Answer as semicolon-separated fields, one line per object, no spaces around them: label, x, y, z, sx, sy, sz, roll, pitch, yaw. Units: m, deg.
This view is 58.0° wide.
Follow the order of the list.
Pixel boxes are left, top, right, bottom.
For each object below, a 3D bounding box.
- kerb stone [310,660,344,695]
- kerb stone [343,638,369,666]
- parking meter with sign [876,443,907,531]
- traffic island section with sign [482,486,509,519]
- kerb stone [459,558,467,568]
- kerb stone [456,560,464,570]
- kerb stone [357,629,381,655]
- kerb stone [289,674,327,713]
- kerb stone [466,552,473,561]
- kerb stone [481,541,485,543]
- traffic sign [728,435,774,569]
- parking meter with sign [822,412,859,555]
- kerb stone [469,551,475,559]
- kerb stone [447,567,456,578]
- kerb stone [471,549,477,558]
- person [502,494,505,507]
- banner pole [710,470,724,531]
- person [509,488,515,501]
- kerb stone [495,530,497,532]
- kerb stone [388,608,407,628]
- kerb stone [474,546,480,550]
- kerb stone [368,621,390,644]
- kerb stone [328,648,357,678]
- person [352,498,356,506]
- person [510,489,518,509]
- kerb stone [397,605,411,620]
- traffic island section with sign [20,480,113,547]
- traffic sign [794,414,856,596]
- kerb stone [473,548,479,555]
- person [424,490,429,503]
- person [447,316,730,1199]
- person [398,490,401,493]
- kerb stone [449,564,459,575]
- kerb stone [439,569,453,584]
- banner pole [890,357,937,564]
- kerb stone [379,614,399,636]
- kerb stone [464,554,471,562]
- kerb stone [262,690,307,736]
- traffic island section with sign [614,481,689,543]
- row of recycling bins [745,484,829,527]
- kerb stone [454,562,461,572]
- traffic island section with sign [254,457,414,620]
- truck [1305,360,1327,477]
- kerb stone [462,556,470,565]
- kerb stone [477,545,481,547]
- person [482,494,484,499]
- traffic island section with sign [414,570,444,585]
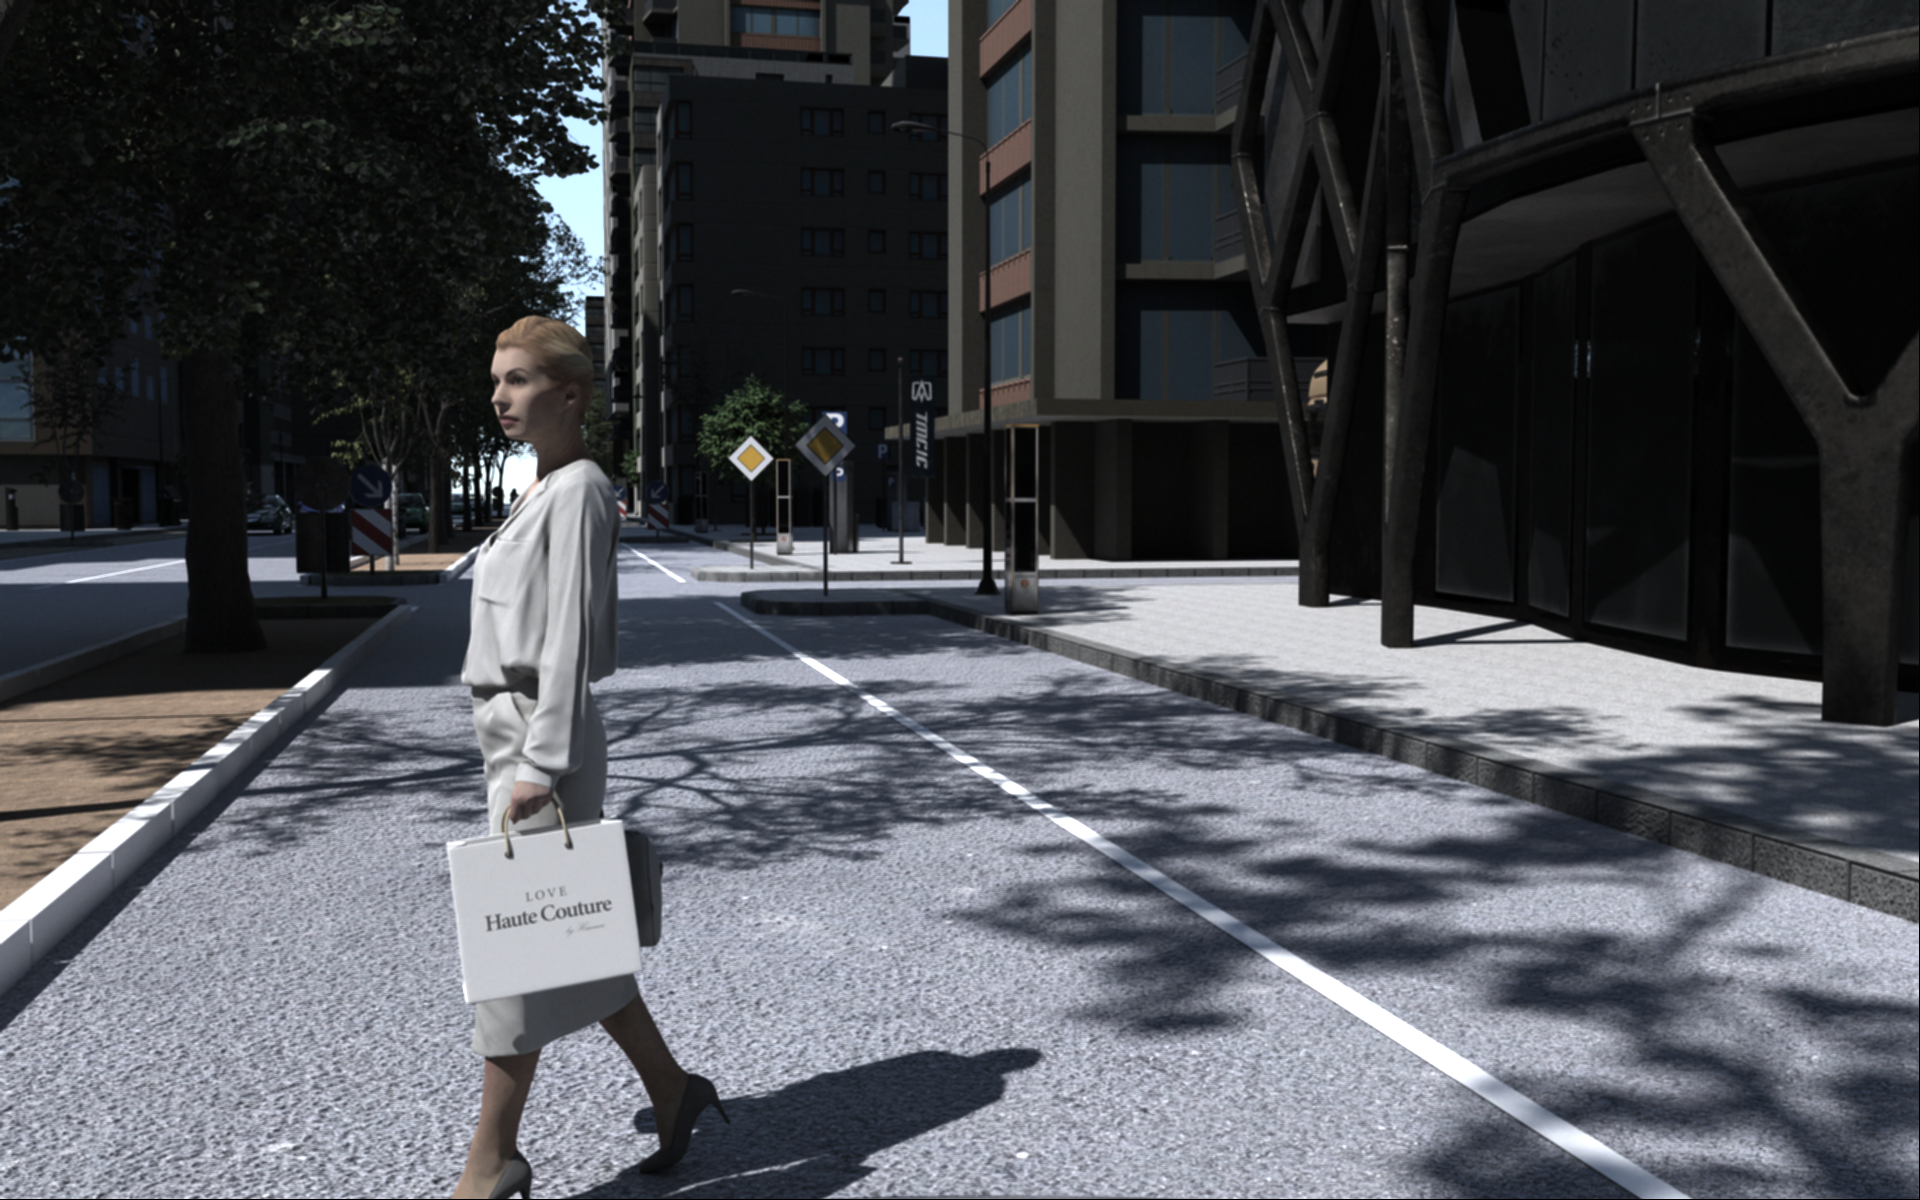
kerb stone;-4.657;0.581;12.693;0.120;0.150;1.000;-1;4;-13
kerb stone;-5.143;0.459;14.684;0.120;0.150;1.000;-1;4;-13
parking meter with sign;-2.162;-3.903;60.081;0.543;3.016;1.738;2;4;34
traffic island section with sign;-26.959;-5.676;100.935;2.006;1.907;1.989;-1;4;-13
kerb stone;-9.564;-0.668;33.124;0.120;0.150;1.000;-1;4;-13
kerb stone;-9.328;-0.605;32.130;0.120;0.150;1.000;-1;4;-13
kerb stone;-5.381;0.399;15.688;0.120;0.150;1.000;-1;4;-13
kerb stone;-4.418;0.642;11.699;0.120;0.150;1.000;-1;4;-13
kerb stone;-10.289;-0.852;36.118;0.120;0.150;1.000;-1;4;-13
kerb stone;-12.195;-1.339;44.092;0.120;0.150;1.000;-1;4;-13
traffic sign;-3.560;-1.584;29.536;0.795;2.450;0.064;-1;4;-13
parking meter with sign;-2.543;-2.521;37.475;0.543;3.016;1.738;0;4;7
kerb stone;-10.527;-0.912;37.114;0.120;0.150;1.000;-1;4;-13
kerb stone;-8.614;-0.425;29.143;0.120;0.150;1.000;-1;4;-13
kerb stone;-10.765;-0.973;38.111;0.120;0.150;1.000;-1;4;-13
person;-52.529;-11.573;198.534;0.721;1.723;1.217;2;4;26
banner pole;-8.337;-4.265;59.749;0.401;3.779;0.863;-3;4;-37
person;-31.087;-6.870;120.765;0.705;1.831;1.348;-3;4;-37
kerb stone;-16.757;-2.498;63.039;0.120;0.150;1.000;-1;4;-13
kerb stone;-6.097;0.217;18.674;0.120;0.150;1.000;-1;4;-13
kerb stone;-11.244;-1.095;40.098;0.120;0.150;1.000;-1;4;-13
kerb stone;-5.622;0.337;16.681;0.120;0.150;1.000;-1;4;-13
kerb stone;-4.907;0.523;13.690;0.120;0.150;1.000;-1;4;-13
person;-22.779;-3.490;65.426;0.748;1.841;0.638;-3;5;-44
person;-26.701;-5.787;103.779;0.621;1.740;0.551;1;4;20
kerb stone;-6.336;0.160;19.669;0.120;0.150;1.000;-1;4;-13
traffic island section with sign;-24.360;-2.369;47.353;1.989;1.847;2.006;-1;4;-13
traffic sign;-1.695;-1.109;21.771;0.795;2.450;0.064;-1;4;-13
kerb stone;-10.998;-1.034;39.106;0.120;0.150;1.000;-1;4;-13
person;-39.105;-7.181;126.699;0.721;1.735;1.217;-2;4;-26
person;-0.772;0.331;3.443;0.624;1.780;0.694;-1;4;-10
person;-41.877;-7.361;129.644;1.217;1.735;0.721;3;4;36
kerb stone;-8.852;-0.486;30.139;0.120;0.150;1.000;-1;4;-13
kerb stone;-8.372;-0.361;28.150;0.120;0.150;1.000;-1;4;-13
banner pole;-0.855;-2.559;31.853;0.863;3.779;0.401;0;4;-8
kerb stone;-5.857;0.276;17.676;0.120;0.150;1.000;-1;4;-13
kerb stone;-10.047;-0.787;35.125;0.120;0.150;1.000;-1;4;-13
kerb stone;-4.185;0.704;10.701;0.120;0.150;1.000;-1;4;-13
traffic island section with sign;-9.136;-2.620;51.458;1.989;1.847;2.006;-1;4;-13
row of recycling bins;-6.606;-3.705;67.684;3.534;1.692;1.069;-1;4;-20
kerb stone;-9.096;-0.547;31.132;0.120;0.150;1.000;-1;4;-13
traffic island section with sign;-7.683;-0.766;20.663;2.006;1.907;1.989;-1;4;-13
truck;10.691;-2.444;28.879;11.283;4.237;2.839;-1;4;-13
kerb stone;-9.796;-0.724;34.121;0.120;0.150;1.000;-1;4;-13
kerb stone;-11.485;-1.156;41.092;0.120;0.150;1.000;-1;4;-13
person;-51.335;-10.678;186.352;0.557;1.426;1.065;0;4;-4
traffic island section with sign;-9.403;-1.207;27.868;2.006;1.907;1.989;-1;4;-13
